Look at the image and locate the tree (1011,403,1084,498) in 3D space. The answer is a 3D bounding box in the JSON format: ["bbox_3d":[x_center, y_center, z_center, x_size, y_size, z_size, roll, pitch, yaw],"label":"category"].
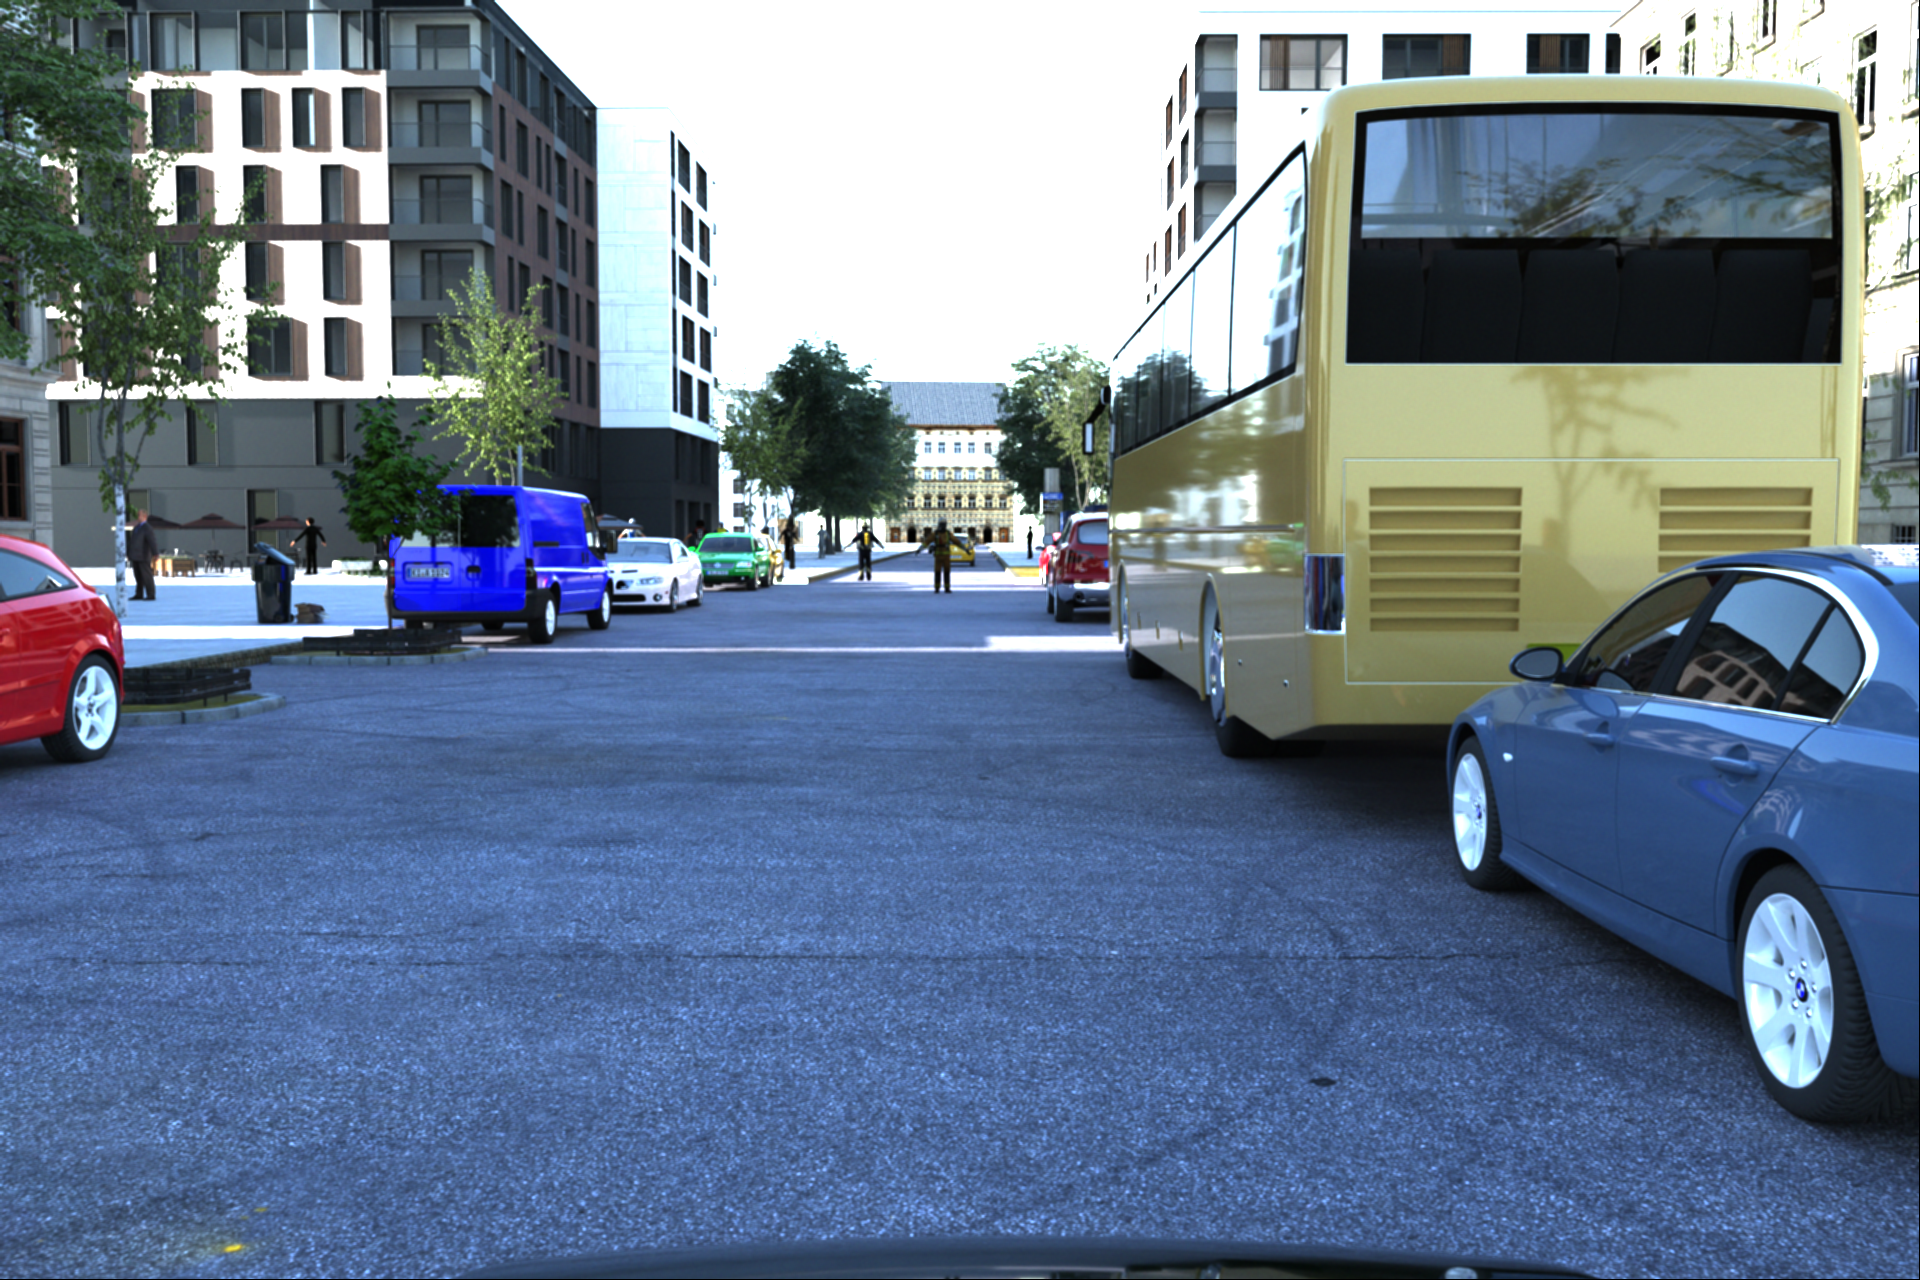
[{"bbox_3d":[7.067,-12.583,131.488,9.928,11.665,9.643,0,3,0],"label":"tree"}]

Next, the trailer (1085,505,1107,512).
[{"bbox_3d":[3.082,-1.744,35.562,1.471,1.999,3.904,0,4,0],"label":"trailer"}]

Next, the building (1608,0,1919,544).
[{"bbox_3d":[28.118,-12.802,41.334,16.112,23.069,30.059,0,4,1],"label":"building"}]

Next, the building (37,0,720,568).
[{"bbox_3d":[-27.912,-14.521,81.391,27.936,21.610,32.646,0,4,2],"label":"building"}]

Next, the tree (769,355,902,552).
[{"bbox_3d":[-8.496,-13.102,120.876,9.857,13.997,8.962,0,3,0],"label":"tree"}]

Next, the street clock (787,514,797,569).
[{"bbox_3d":[-6.178,-3.617,63.705,0.358,2.002,0.471,0,4,1],"label":"street clock"}]

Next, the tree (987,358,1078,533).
[{"bbox_3d":[6.975,-12.858,120.591,12.009,13.543,11.850,0,3,0],"label":"tree"}]

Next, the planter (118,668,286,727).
[{"bbox_3d":[-6.588,0.444,13.880,1.991,0.319,1.994,0,4,1],"label":"planter"}]

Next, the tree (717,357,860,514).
[{"bbox_3d":[-9.156,-9.656,92.286,8.767,10.594,7.601,1,4,10],"label":"tree"}]

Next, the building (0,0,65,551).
[{"bbox_3d":[-28.096,-12.063,33.392,11.583,22.565,21.152,0,4,1],"label":"building"}]

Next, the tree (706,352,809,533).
[{"bbox_3d":[-8.469,-7.398,71.320,4.737,8.622,4.395,0,3,0],"label":"tree"}]

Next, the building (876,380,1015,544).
[{"bbox_3d":[-2.384,-25.277,246.662,18.063,23.208,19.493,0,4,-6],"label":"building"}]

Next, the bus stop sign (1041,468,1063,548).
[{"bbox_3d":[3.674,-4.909,69.273,0.837,3.901,0.837,0,4,-1],"label":"bus stop sign"}]

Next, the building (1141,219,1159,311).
[{"bbox_3d":[26.942,-17.284,126.566,27.936,21.610,32.646,0,4,1],"label":"building"}]

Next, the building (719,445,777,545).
[{"bbox_3d":[-23.172,-14.371,177.112,9.099,9.664,28.070,0,3,0],"label":"building"}]

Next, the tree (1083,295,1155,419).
[{"bbox_3d":[8.627,-7.817,62.223,8.767,10.594,7.601,0,4,3],"label":"tree"}]

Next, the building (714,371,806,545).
[{"bbox_3d":[-24.396,-21.142,202.084,16.016,20.090,11.380,0,4,2],"label":"building"}]

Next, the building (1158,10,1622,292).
[{"bbox_3d":[23.300,-14.698,84.286,27.936,21.610,32.646,0,4,0],"label":"building"}]

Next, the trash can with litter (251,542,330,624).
[{"bbox_3d":[-9.621,-0.828,24.919,1.055,1.170,0.624,0,4,0],"label":"trash can with litter"}]

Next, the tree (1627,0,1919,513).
[{"bbox_3d":[9.508,-4.289,20.489,4.360,8.622,3.978,0,3,0],"label":"tree"}]

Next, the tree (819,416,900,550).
[{"bbox_3d":[-8.450,-13.477,138.482,7.486,12.596,7.792,0,3,0],"label":"tree"}]

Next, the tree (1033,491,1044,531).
[{"bbox_3d":[7.320,-11.592,139.898,4.737,8.622,4.395,0,3,0],"label":"tree"}]

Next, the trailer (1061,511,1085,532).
[{"bbox_3d":[3.072,-2.258,43.960,1.471,1.999,3.904,0,4,1],"label":"trailer"}]

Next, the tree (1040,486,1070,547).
[{"bbox_3d":[7.142,-12.369,152.601,4.360,8.622,3.978,0,3,0],"label":"tree"}]

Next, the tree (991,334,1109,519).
[{"bbox_3d":[6.548,-12.385,109.149,9.857,13.997,8.962,0,3,0],"label":"tree"}]

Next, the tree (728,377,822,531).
[{"bbox_3d":[-9.321,-8.023,81.537,4.360,8.622,3.978,0,3,0],"label":"tree"}]

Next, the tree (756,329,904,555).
[{"bbox_3d":[-8.096,-12.263,107.162,9.857,13.997,8.962,0,3,0],"label":"tree"}]

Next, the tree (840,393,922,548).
[{"bbox_3d":[-8.172,-15.289,156.625,9.857,13.997,8.962,0,3,0],"label":"tree"}]

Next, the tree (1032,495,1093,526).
[{"bbox_3d":[14.137,-20.707,245.206,9.857,13.997,8.962,0,3,0],"label":"tree"}]

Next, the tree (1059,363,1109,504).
[{"bbox_3d":[6.360,-7.663,75.657,4.737,8.622,4.395,0,3,0],"label":"tree"}]

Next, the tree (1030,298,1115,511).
[{"bbox_3d":[3.846,-6.366,54.452,4.360,8.622,3.978,0,3,0],"label":"tree"}]
